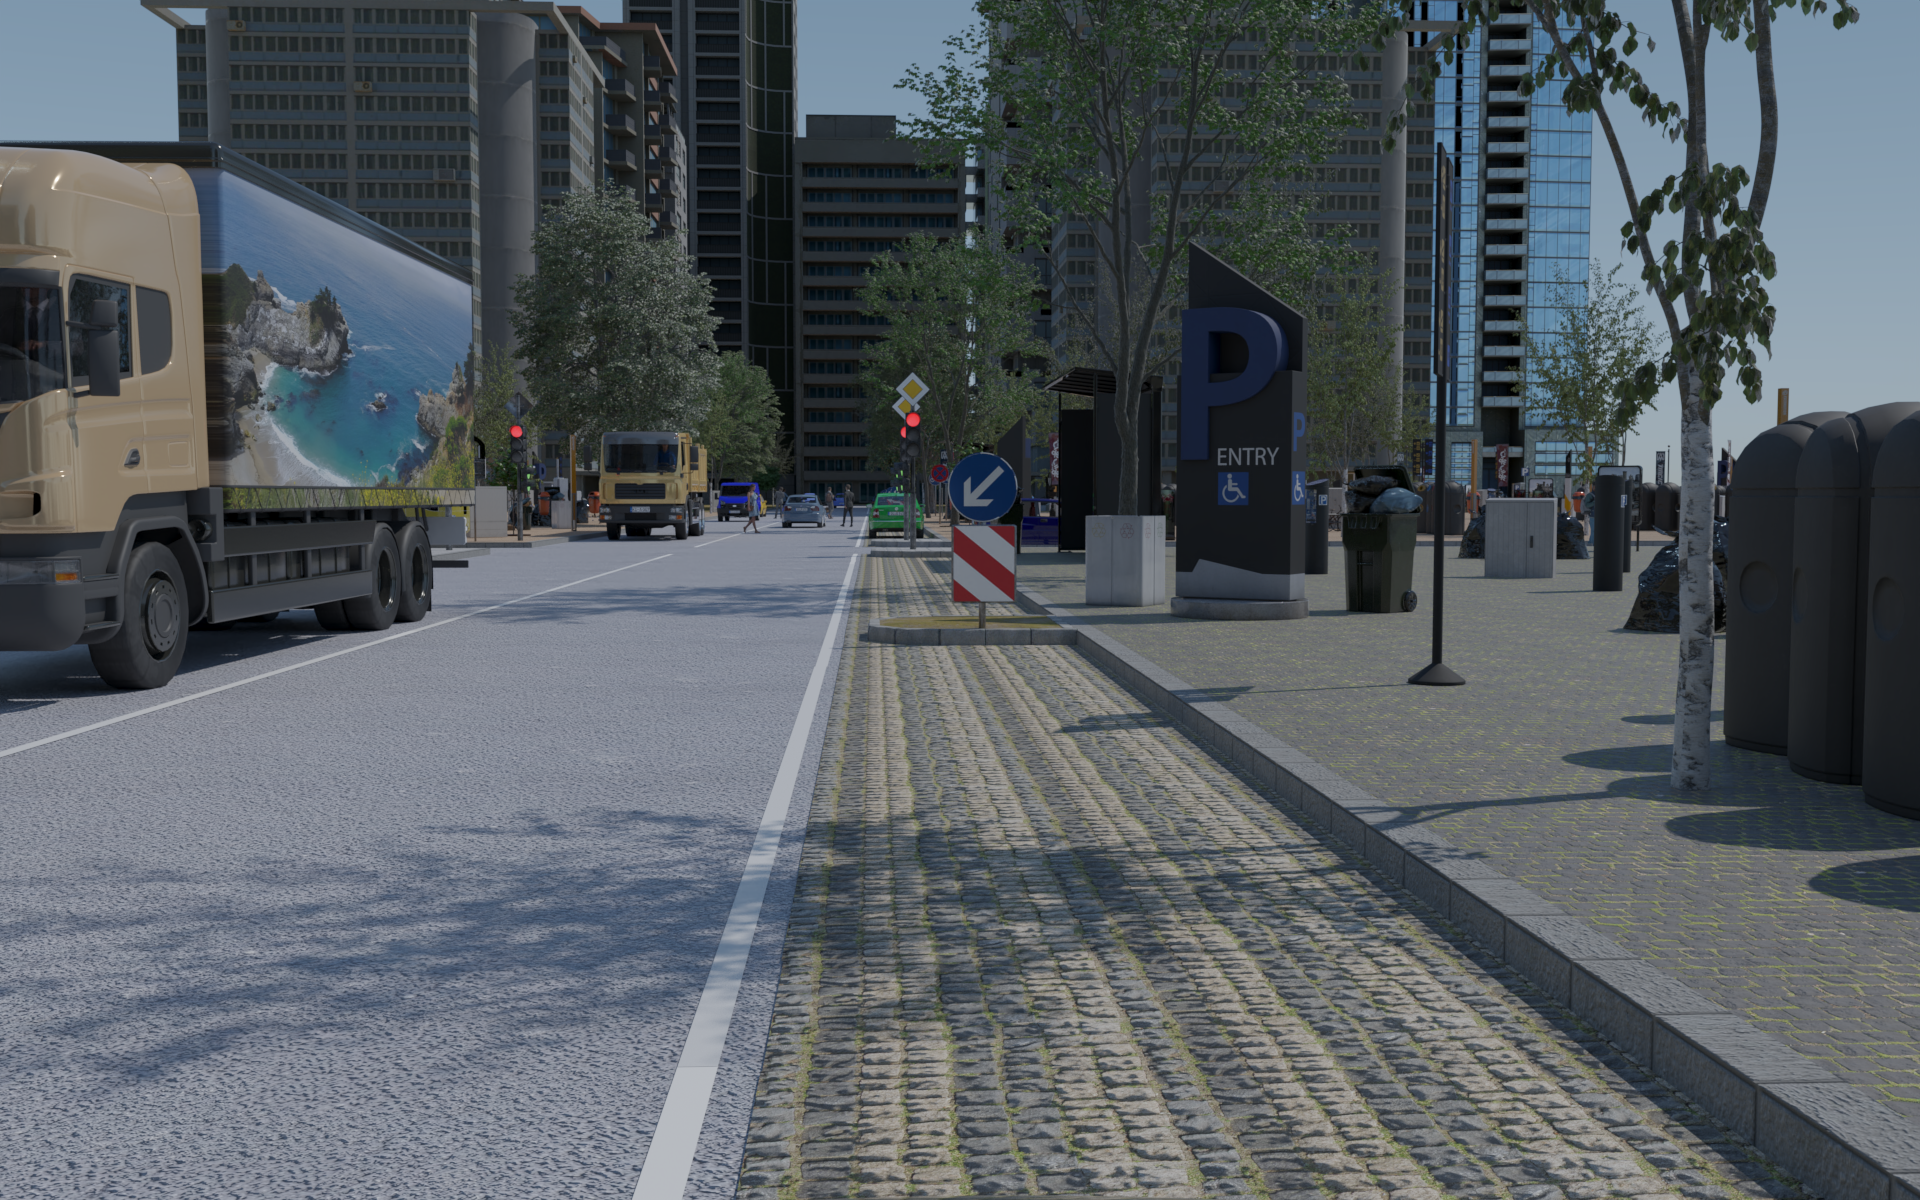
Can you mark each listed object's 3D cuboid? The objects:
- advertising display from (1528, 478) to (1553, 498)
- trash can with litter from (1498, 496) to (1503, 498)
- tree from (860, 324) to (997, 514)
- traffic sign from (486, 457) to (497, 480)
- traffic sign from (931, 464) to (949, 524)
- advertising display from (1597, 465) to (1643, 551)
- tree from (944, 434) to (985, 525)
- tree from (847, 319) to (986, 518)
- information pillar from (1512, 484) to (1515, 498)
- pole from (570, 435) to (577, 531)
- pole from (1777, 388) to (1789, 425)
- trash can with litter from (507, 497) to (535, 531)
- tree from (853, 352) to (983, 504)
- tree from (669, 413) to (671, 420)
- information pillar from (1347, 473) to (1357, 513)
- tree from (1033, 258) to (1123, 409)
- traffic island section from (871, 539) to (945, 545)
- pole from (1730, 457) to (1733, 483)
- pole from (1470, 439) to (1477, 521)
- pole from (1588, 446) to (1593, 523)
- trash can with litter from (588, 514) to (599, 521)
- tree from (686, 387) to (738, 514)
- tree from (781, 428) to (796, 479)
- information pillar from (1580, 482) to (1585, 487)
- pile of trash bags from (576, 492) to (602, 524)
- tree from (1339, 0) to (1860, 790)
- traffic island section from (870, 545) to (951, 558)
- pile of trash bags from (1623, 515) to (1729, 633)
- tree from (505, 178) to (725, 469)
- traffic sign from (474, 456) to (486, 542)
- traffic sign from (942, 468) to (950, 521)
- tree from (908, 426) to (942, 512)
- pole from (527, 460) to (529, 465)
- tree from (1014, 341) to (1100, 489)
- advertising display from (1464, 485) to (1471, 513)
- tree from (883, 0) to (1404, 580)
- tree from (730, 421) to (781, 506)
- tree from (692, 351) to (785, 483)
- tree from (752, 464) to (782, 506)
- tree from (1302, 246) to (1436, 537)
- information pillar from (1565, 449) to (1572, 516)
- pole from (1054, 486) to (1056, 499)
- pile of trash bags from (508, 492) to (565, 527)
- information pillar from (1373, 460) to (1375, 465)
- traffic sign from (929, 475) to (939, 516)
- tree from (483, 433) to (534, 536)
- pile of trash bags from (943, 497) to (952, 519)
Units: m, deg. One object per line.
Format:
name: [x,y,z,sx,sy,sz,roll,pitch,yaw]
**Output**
advertising display: [23.742,-4.014,70.842,0.974,1.923,0.123,1,4,8]
trash can with litter: [26.112,-4.403,83.044,2.233,1.210,1.678,2,4,33]
tree: [-2.009,-12.057,114.141,9.611,12.733,9.660,0,3,0]
traffic sign: [-14.680,-3.246,54.255,0.795,2.450,0.064,0,4,5]
traffic sign: [-0.856,-4.528,74.134,0.768,2.556,0.104,0,4,4]
advertising display: [14.822,-2.063,38.942,0.974,1.923,0.123,3,5,40]
tree: [0.442,-3.743,55.797,1.663,3.219,1.824,0,3,0]
tree: [-2.002,-9.658,92.316,7.601,10.594,8.767,1,4,20]
information pillar: [39.211,-7.217,122.487,0.304,2.012,0.304,0,4,6]
pole: [-13.368,-4.038,59.870,0.158,3.312,0.155,0,3,0]
pole: [15.838,-2.420,33.408,0.158,3.312,0.155,0,3,0]
trash can with litter: [-15.543,-3.030,60.934,1.055,1.170,0.624,-3,4,-37]
tree: [-3.410,-13.800,135.994,12.009,13.543,11.850,0,3,0]
tree: [-17.191,-12.062,122.971,9.928,11.665,9.643,0,3,0]
information pillar: [13.581,-3.388,59.879,0.304,2.012,0.304,-3,5,-42]
tree: [4.649,-6.225,52.149,4.360,8.622,3.978,0,3,0]
traffic island section: [-1.466,-1.578,48.088,2.009,0.180,2.903,0,4,-3]
pole: [42.250,-6.190,95.046,0.158,3.312,0.155,0,3,0]
pole: [19.213,-4.338,64.768,0.158,3.312,0.155,0,3,0]
pole: [26.854,-4.896,73.887,0.158,3.312,0.155,0,3,0]
trash can with litter: [-16.800,-4.407,83.109,1.678,1.210,2.233,-1,4,-10]
tree: [-16.656,-10.009,114.002,4.737,8.622,4.395,0,3,0]
tree: [-19.527,-14.215,182.772,4.360,8.622,3.978,0,3,0]
information pillar: [36.806,-5.985,102.344,0.304,2.012,0.304,0,4,6]
pile of trash bags: [-16.730,-3.994,75.057,3.447,1.369,1.912,3,4,38]
tree: [2.960,-3.483,7.317,4.360,8.622,3.978,0,3,0]
traffic island section: [-1.067,-1.091,40.113,2.009,0.180,2.903,0,4,-3]
pile of trash bags: [8.103,-0.429,16.767,3.447,1.369,1.912,-3,4,-37]
tree: [-13.752,-10.004,70.226,9.857,13.997,8.962,0,3,0]
traffic sign: [-13.066,-2.722,46.642,0.606,2.300,0.079,0,4,6]
traffic sign: [-0.664,-5.122,83.848,0.768,2.556,0.104,0,4,2]
tree: [-2.591,-10.607,123.791,4.737,8.622,4.395,0,3,0]
pole: [-25.862,-6.711,103.574,0.158,3.312,0.155,0,3,0]
tree: [5.022,-8.156,83.705,4.737,8.622,4.395,0,3,0]
advertising display: [34.784,-6.936,118.624,0.123,1.923,0.974,3,4,38]
tree: [2.546,-6.104,25.554,9.928,11.665,9.643,0,3,0]
tree: [-18.960,-12.524,155.122,4.360,8.622,3.978,0,3,0]
tree: [-17.717,-13.412,137.415,7.486,12.596,7.792,0,3,0]
tree: [-18.996,-11.326,168.891,4.285,4.588,4.351,0,3,0]
tree: [11.280,-6.187,51.519,4.737,8.622,4.395,0,3,0]
information pillar: [31.752,-6.058,90.403,0.183,3.616,0.504,-1,4,-11]
pole: [4.342,-5.266,79.940,0.158,3.312,0.155,0,3,0]
pile of trash bags: [-16.809,-3.611,68.795,1.912,1.369,3.447,-2,4,-26]
information pillar: [28.580,-7.852,119.731,0.183,3.616,0.504,0,4,-1]
traffic sign: [-1.433,-6.195,101.391,0.768,2.556,0.104,0,4,5]
tree: [-13.665,-3.574,53.033,1.663,3.219,1.824,0,3,0]
pile of trash bags: [-0.007,-4.834,88.781,1.912,1.369,3.447,1,4,12]
